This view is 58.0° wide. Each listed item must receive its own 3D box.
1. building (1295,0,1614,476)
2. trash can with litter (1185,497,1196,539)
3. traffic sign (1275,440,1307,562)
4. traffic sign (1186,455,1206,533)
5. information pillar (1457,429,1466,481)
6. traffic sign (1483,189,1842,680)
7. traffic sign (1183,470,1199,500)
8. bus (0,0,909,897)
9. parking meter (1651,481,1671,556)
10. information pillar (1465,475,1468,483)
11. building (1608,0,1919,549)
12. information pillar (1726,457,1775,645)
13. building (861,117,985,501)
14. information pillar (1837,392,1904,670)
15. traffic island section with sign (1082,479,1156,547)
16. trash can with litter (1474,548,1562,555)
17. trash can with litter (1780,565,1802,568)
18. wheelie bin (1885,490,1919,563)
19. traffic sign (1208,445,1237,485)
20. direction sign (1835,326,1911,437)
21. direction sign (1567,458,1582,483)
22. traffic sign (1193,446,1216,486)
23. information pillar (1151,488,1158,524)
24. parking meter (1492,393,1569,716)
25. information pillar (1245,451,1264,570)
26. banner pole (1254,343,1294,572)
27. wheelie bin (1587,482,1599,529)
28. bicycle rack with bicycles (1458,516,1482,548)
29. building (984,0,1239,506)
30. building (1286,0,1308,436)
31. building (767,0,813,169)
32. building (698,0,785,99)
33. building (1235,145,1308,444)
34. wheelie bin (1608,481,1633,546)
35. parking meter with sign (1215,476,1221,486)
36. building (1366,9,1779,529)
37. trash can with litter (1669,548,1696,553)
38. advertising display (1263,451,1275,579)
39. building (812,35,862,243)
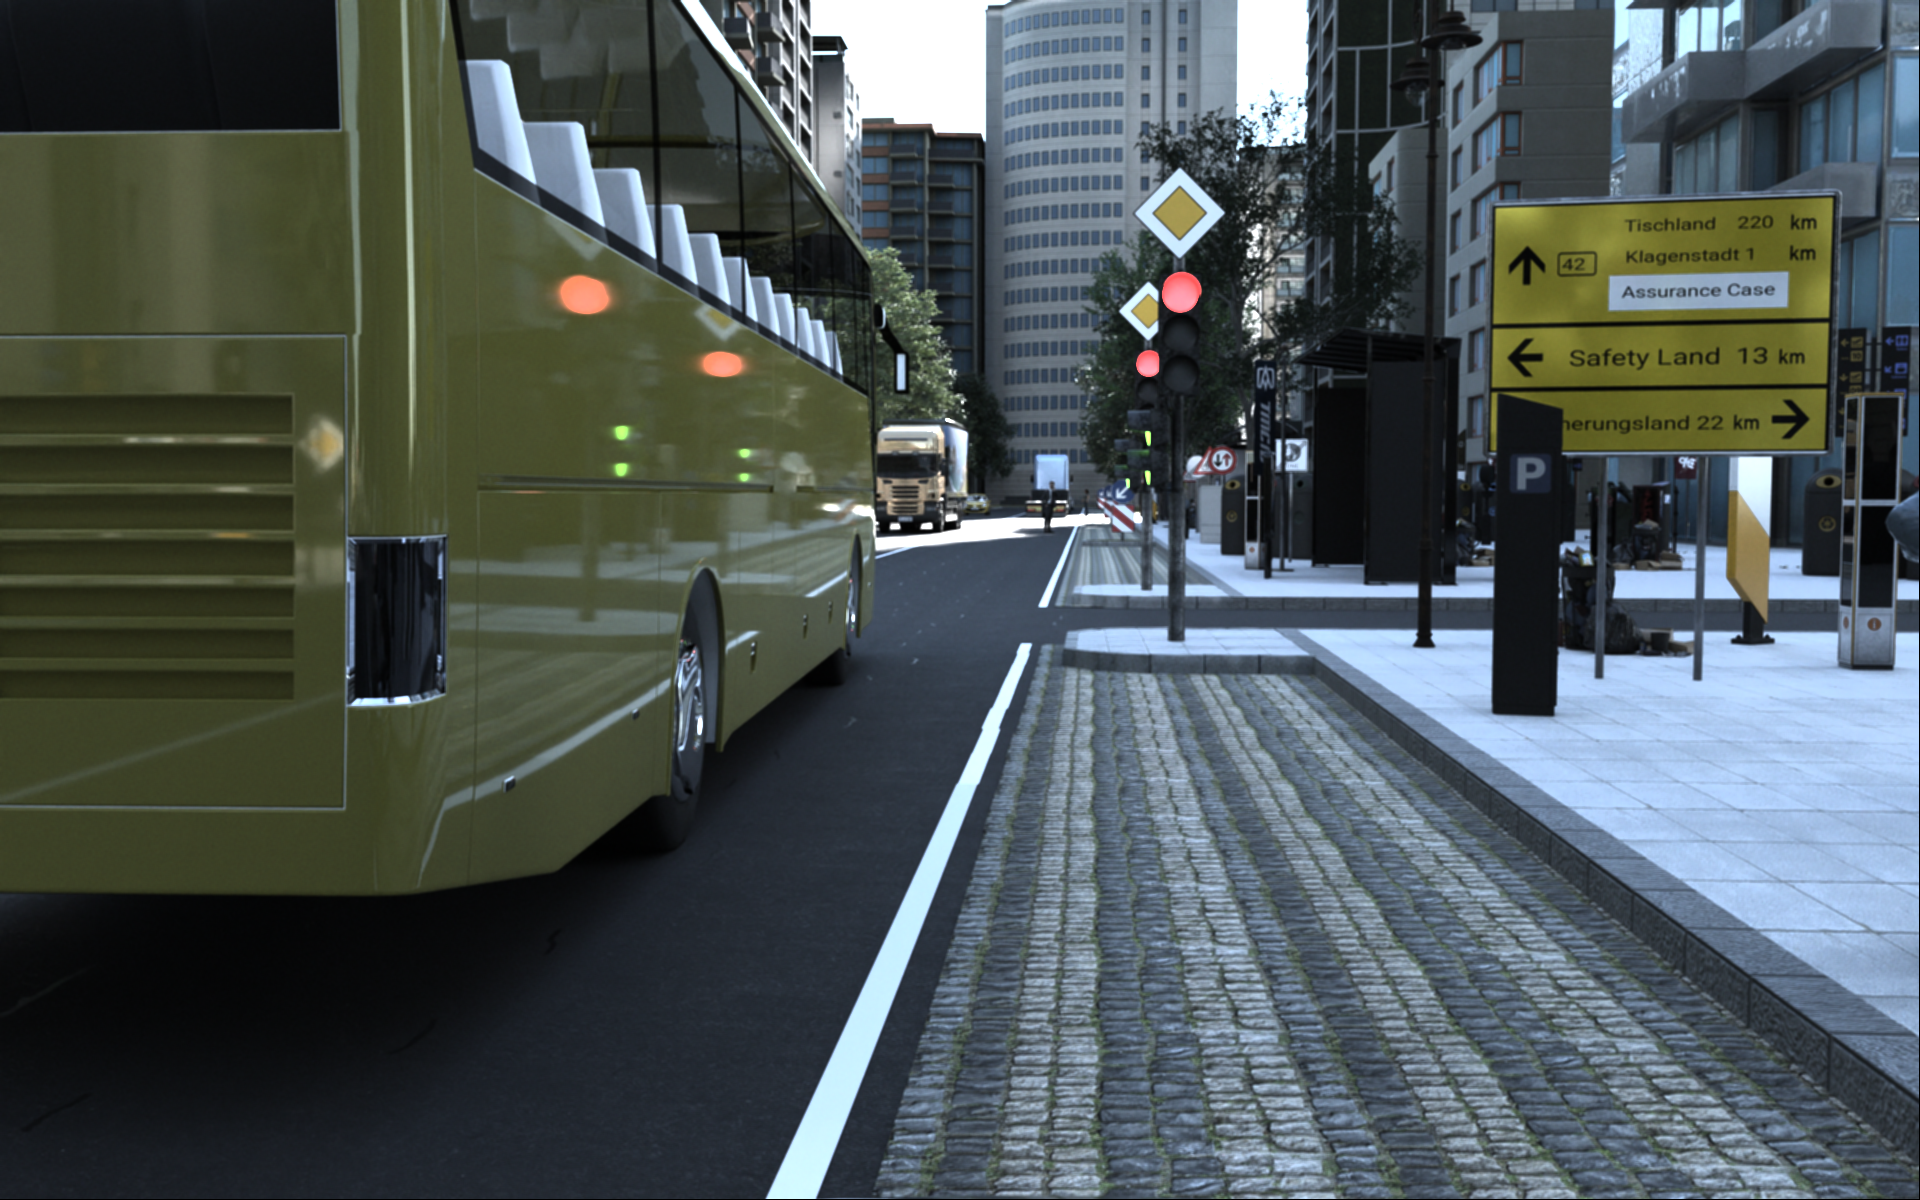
[{"bbox_3d":[33.188,-41.619,118.726,20.563,71.187,20.611,0,4,4],"label":"building"},{"bbox_3d":[6.319,-2.316,49.251,0.624,1.170,1.055,1,4,10],"label":"trash can with litter"},{"bbox_3d":[6.196,-1.855,32.455,0.606,2.300,0.079,1,4,11],"label":"traffic sign"},{"bbox_3d":[7.803,-3.479,56.988,0.768,2.556,0.104,1,4,13],"label":"traffic sign"},{"bbox_3d":[17.945,-4.339,62.290,0.504,3.616,0.183,3,5,39],"label":"information pillar"},{"bbox_3d":[4.767,-1.102,11.891,2.265,3.308,0.079,1,4,11],"label":"traffic sign"},{"bbox_3d":[10.193,-4.723,77.219,0.884,2.594,0.081,0,4,7],"label":"traffic sign"},{"bbox_3d":[-2.164,-1.117,9.810,2.896,3.916,12.252,0,4,2],"label":"bus"},{"bbox_3d":[13.551,-1.538,33.554,0.372,1.533,0.369,0,3,0],"label":"parking meter"},{"bbox_3d":[18.998,-3.730,65.484,0.304,2.012,0.304,2,4,35],"label":"information pillar"},{"bbox_3d":[32.640,-25.925,43.489,30.456,49.044,23.786,0,4,4],"label":"building"},{"bbox_3d":[6.738,-1.429,14.719,0.504,3.616,0.183,-2,4,-32],"label":"information pillar"},{"bbox_3d":[-11.298,-33.616,204.244,28.867,44.769,22.147,0,4,4],"label":"building"},{"bbox_3d":[6.665,-0.501,12.688,0.304,2.012,0.304,1,4,8],"label":"information pillar"},{"bbox_3d":[4.360,-2.386,47.637,1.989,1.847,2.006,0,4,4],"label":"traffic island section with sign"},{"bbox_3d":[11.421,-1.530,36.072,2.233,1.210,1.678,2,4,26],"label":"trash can with litter"},{"bbox_3d":[15.286,-1.136,29.633,2.233,1.210,1.678,2,4,28],"label":"trash can with litter"},{"bbox_3d":[2.979,0.204,4.573,0.980,1.594,0.693,1,4,22],"label":"wheelie bin"},{"bbox_3d":[6.894,-2.778,45.532,0.768,2.556,0.104,1,4,12],"label":"traffic sign"},{"bbox_3d":[12.415,-1.934,23.622,0.876,3.537,0.379,2,4,28],"label":"direction sign"},{"bbox_3d":[20.526,-4.057,58.322,0.876,3.537,0.379,-1,4,-8],"label":"direction sign"},{"bbox_3d":[6.742,-2.860,46.773,0.884,2.594,0.081,0,4,7],"label":"traffic sign"},{"bbox_3d":[8.293,-5.071,74.258,0.183,3.616,0.504,-2,4,-24],"label":"information pillar"},{"bbox_3d":[3.323,-0.268,10.090,0.399,1.863,0.255,1,4,16],"label":"parking meter"},{"bbox_3d":[5.052,-1.526,29.435,0.304,2.012,0.304,3,5,44],"label":"information pillar"},{"bbox_3d":[5.161,-2.360,28.611,0.863,3.779,0.401,-2,4,-30],"label":"banner pole"},{"bbox_3d":[16.490,-2.228,44.344,0.980,1.594,0.693,-2,4,-33],"label":"wheelie bin"},{"bbox_3d":[10.769,-1.673,40.732,2.925,0.926,2.852,0,4,6],"label":"bicycle rack with bicycles"},{"bbox_3d":[17.132,-40.324,201.297,28.212,58.520,21.231,0,4,4],"label":"building"},{"bbox_3d":[37.358,-50.832,143.776,22.319,86.520,31.000,0,4,4],"label":"building"},{"bbox_3d":[-20.469,-42.835,138.605,20.563,71.187,20.611,0,4,4],"label":"building"},{"bbox_3d":[-23.766,-28.151,114.896,22.147,44.769,28.867,0,4,4],"label":"building"},{"bbox_3d":[38.329,-31.398,196.944,14.086,41.232,14.154,0,4,4],"label":"building"},{"bbox_3d":[16.246,-2.123,42.619,0.693,1.594,0.980,2,4,26],"label":"wheelie bin"},{"bbox_3d":[11.471,-4.833,75.282,1.738,3.016,0.543,-1,4,-15],"label":"parking meter with sign"},{"bbox_3d":[34.108,-14.108,75.705,27.650,21.520,28.899,0,4,4],"label":"building"},{"bbox_3d":[15.446,-1.687,38.640,1.678,1.210,2.233,1,4,17],"label":"trash can with litter"},{"bbox_3d":[4.743,-1.307,26.584,0.123,1.923,0.974,1,4,13],"label":"advertising display"},{"bbox_3d":[-16.315,-29.011,157.928,14.086,41.232,14.154,0,4,4],"label":"building"}]
